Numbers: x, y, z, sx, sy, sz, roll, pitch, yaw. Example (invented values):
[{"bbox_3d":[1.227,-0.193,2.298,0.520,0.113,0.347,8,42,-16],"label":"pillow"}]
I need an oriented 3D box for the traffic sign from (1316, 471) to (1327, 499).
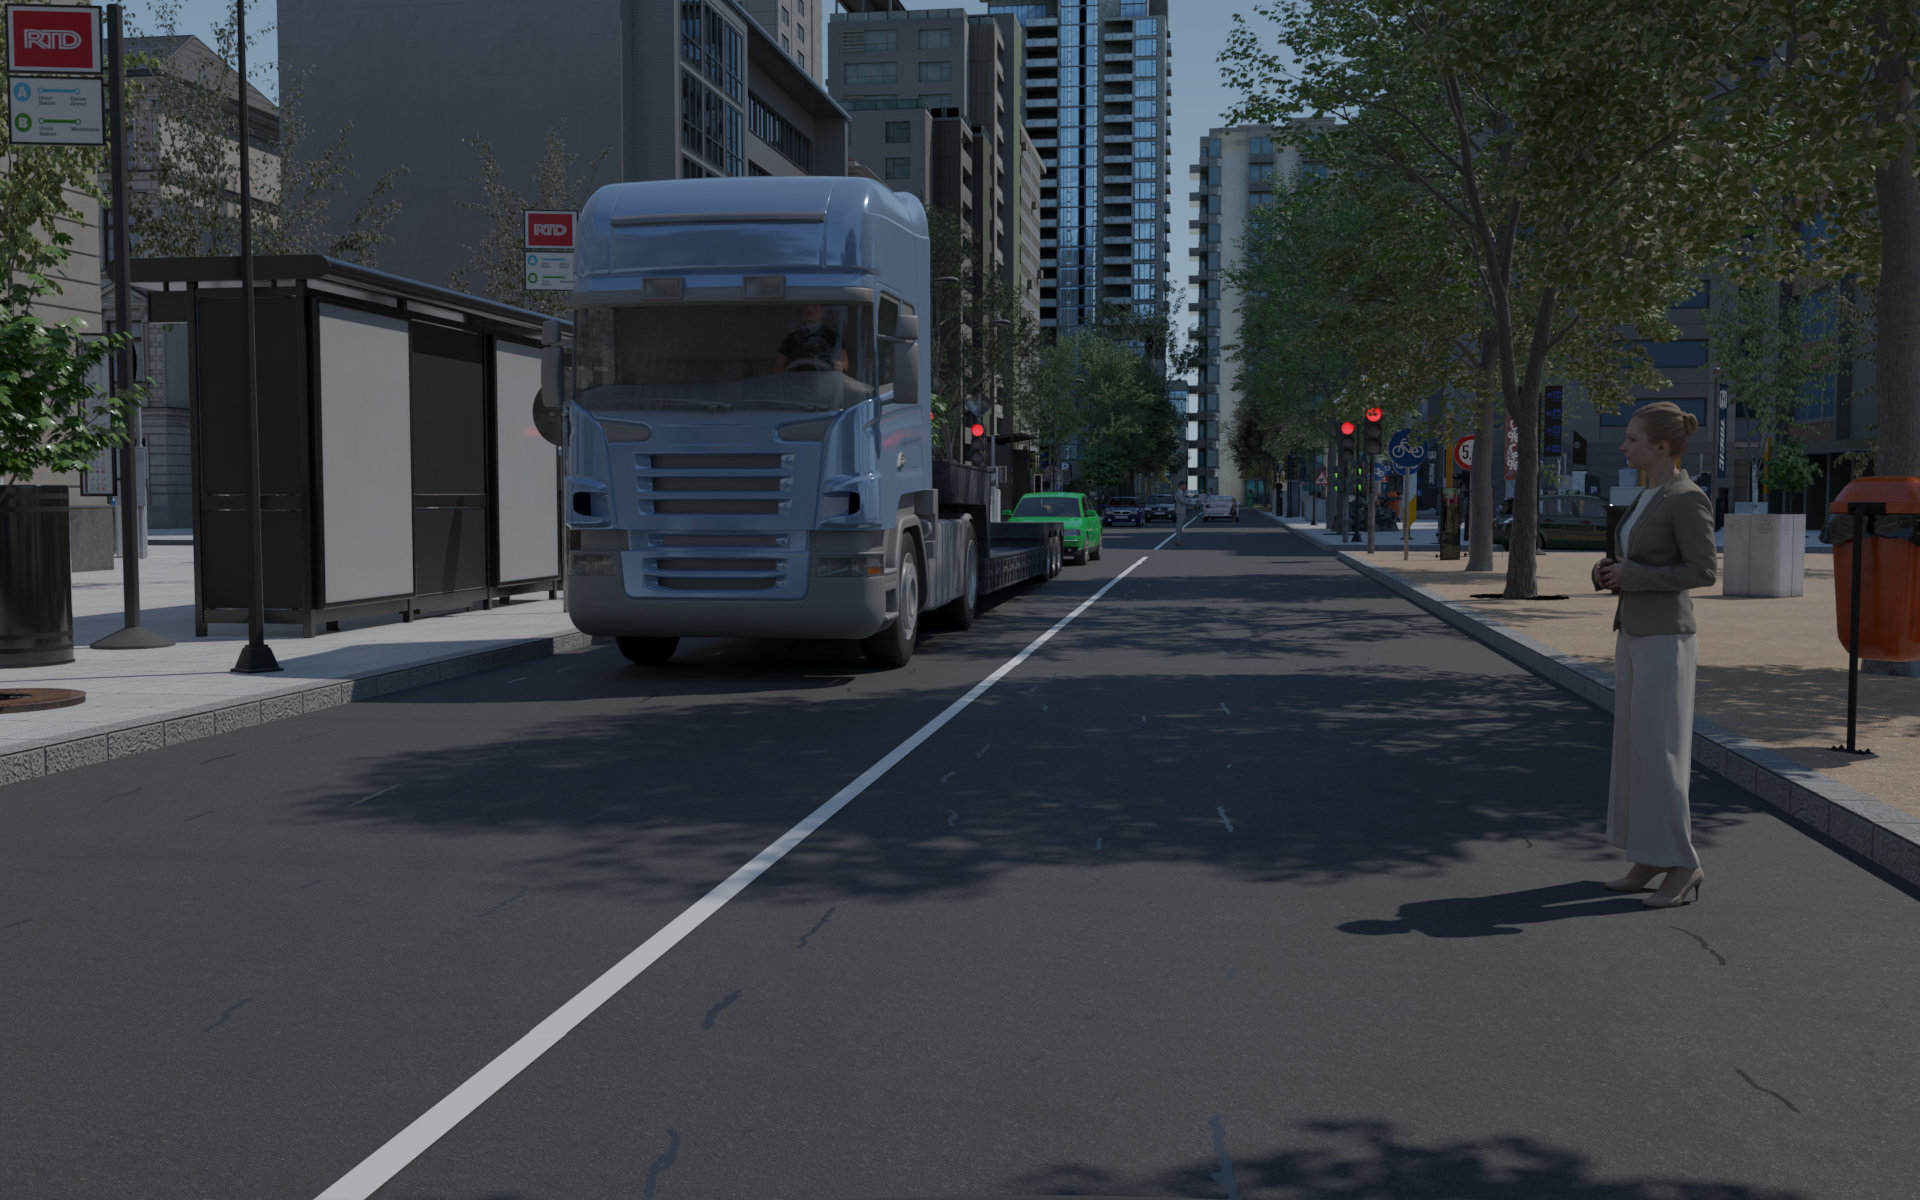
[{"bbox_3d":[19.810,-5.803,94.876,0.884,2.594,0.081,1,4,17],"label":"traffic sign"}]

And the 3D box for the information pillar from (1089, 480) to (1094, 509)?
[{"bbox_3d":[6.751,-5.196,89.443,0.304,2.012,0.304,1,4,22],"label":"information pillar"}]

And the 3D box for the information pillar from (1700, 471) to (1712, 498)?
[{"bbox_3d":[24.293,-3.178,56.454,0.304,2.012,0.304,3,5,42],"label":"information pillar"}]

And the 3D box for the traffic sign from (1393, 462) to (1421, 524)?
[{"bbox_3d":[12.368,-2.929,47.989,0.768,2.556,0.104,1,4,16],"label":"traffic sign"}]

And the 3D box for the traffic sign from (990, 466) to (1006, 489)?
[{"bbox_3d":[1.390,-3.758,63.565,0.606,2.300,0.079,1,4,17],"label":"traffic sign"}]

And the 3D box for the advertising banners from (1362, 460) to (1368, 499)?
[{"bbox_3d":[20.646,-5.632,88.275,0.090,3.025,2.074,1,4,20],"label":"advertising banners"}]

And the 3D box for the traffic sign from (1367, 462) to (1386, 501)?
[{"bbox_3d":[16.770,-4.267,69.870,0.768,2.556,0.104,1,4,10],"label":"traffic sign"}]

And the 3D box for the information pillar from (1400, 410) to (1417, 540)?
[{"bbox_3d":[12.621,-3.501,48.601,0.504,3.616,0.183,-3,4,-36],"label":"information pillar"}]

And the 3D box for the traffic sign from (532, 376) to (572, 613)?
[{"bbox_3d":[-4.254,-1.136,18.673,0.768,2.556,0.104,1,4,11],"label":"traffic sign"}]

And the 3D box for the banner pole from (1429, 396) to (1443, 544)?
[{"bbox_3d":[12.346,-3.333,44.511,0.401,3.779,0.863,1,4,16],"label":"banner pole"}]

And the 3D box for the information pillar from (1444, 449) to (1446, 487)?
[{"bbox_3d":[25.245,-6.020,89.788,0.504,3.616,0.183,-3,5,-44],"label":"information pillar"}]

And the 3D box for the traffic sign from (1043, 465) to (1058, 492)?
[{"bbox_3d":[4.048,-4.682,76.658,0.768,2.556,0.104,1,4,15],"label":"traffic sign"}]

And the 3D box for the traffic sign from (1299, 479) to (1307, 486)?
[{"bbox_3d":[21.669,-6.754,110.427,0.884,2.594,0.081,1,4,15],"label":"traffic sign"}]

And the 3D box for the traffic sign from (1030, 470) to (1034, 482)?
[{"bbox_3d":[3.471,-5.427,88.838,0.768,2.556,0.104,1,4,17],"label":"traffic sign"}]

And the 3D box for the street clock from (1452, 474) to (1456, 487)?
[{"bbox_3d":[17.346,-3.417,60.444,0.471,2.002,0.358,1,4,21],"label":"street clock"}]

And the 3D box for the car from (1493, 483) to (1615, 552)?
[{"bbox_3d":[14.278,-1.823,39.593,4.222,1.686,2.009,1,4,9],"label":"car"}]

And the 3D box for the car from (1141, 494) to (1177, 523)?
[{"bbox_3d":[10.216,-4.787,88.052,2.009,1.686,4.222,1,4,9],"label":"car"}]

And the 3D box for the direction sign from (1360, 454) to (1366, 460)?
[{"bbox_3d":[22.753,-6.500,98.274,0.379,3.537,0.876,-1,4,-22],"label":"direction sign"}]

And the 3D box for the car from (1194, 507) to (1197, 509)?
[{"bbox_3d":[22.726,-9.818,172.884,2.083,1.381,4.827,0,4,7],"label":"car"}]

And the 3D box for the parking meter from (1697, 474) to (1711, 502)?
[{"bbox_3d":[21.071,-2.656,49.143,0.399,1.863,0.255,1,4,20],"label":"parking meter"}]

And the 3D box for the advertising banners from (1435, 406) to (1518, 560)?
[{"bbox_3d":[10.217,-2.306,33.897,2.074,3.025,0.090,-1,4,-21],"label":"advertising banners"}]

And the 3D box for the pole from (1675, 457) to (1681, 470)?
[{"bbox_3d":[21.754,-3.589,52.530,0.158,3.312,0.155,0,3,0],"label":"pole"}]

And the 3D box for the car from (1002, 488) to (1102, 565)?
[{"bbox_3d":[1.940,-1.681,36.276,1.959,1.807,4.718,1,4,10],"label":"car"}]

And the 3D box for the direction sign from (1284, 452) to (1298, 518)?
[{"bbox_3d":[17.758,-6.217,93.649,0.379,3.537,0.876,-1,4,-17],"label":"direction sign"}]

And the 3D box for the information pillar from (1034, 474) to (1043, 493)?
[{"bbox_3d":[2.885,-3.637,63.955,0.304,2.012,0.304,0,4,6],"label":"information pillar"}]

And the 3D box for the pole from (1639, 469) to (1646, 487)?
[{"bbox_3d":[21.567,-3.723,54.712,0.158,3.312,0.155,0,3,0],"label":"pole"}]

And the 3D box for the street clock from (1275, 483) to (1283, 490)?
[{"bbox_3d":[20.572,-6.555,111.749,0.471,2.002,0.358,-2,4,-23],"label":"street clock"}]

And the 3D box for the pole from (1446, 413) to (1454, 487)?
[{"bbox_3d":[12.391,-3.060,43.875,0.158,3.312,0.155,0,3,0],"label":"pole"}]

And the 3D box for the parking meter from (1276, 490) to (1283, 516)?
[{"bbox_3d":[18.358,-5.574,99.543,0.372,1.533,0.369,0,3,0],"label":"parking meter"}]

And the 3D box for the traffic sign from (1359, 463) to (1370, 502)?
[{"bbox_3d":[16.815,-4.361,71.405,0.768,2.556,0.104,1,4,17],"label":"traffic sign"}]

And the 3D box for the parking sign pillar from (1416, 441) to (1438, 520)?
[{"bbox_3d":[23.631,-6.068,87.690,1.447,3.967,1.447,-3,5,-42],"label":"parking sign pillar"}]

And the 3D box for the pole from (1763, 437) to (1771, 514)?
[{"bbox_3d":[29.039,-4.190,62.345,0.158,3.312,0.155,0,3,0],"label":"pole"}]

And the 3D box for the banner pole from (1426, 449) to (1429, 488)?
[{"bbox_3d":[23.189,-5.782,84.551,0.863,3.779,0.401,1,4,13],"label":"banner pole"}]

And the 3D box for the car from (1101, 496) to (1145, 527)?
[{"bbox_3d":[7.299,-3.952,77.191,1.945,1.354,3.894,1,4,8],"label":"car"}]

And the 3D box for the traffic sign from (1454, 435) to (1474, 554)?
[{"bbox_3d":[10.982,-2.268,37.180,0.768,2.556,0.104,1,4,18],"label":"traffic sign"}]

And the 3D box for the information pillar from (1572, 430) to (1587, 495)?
[{"bbox_3d":[22.468,-4.375,62.883,0.504,3.616,0.183,1,4,23],"label":"information pillar"}]

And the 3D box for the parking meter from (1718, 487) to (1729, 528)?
[{"bbox_3d":[29.323,-3.557,66.567,0.372,1.533,0.369,0,3,0],"label":"parking meter"}]

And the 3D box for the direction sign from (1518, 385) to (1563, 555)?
[{"bbox_3d":[12.140,-2.711,36.329,0.876,3.537,0.379,1,4,19],"label":"direction sign"}]

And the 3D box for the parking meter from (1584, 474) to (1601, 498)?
[{"bbox_3d":[18.271,-2.712,50.059,0.399,1.863,0.255,0,4,-1],"label":"parking meter"}]

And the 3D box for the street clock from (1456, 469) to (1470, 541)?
[{"bbox_3d":[13.855,-2.604,47.148,0.471,2.002,0.358,-3,5,-43],"label":"street clock"}]

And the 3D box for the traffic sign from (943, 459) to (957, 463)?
[{"bbox_3d":[-0.403,-3.793,62.122,0.768,2.556,0.104,1,4,14],"label":"traffic sign"}]

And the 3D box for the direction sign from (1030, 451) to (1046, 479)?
[{"bbox_3d":[4.028,-6.008,90.225,0.876,3.537,0.379,-1,4,-10],"label":"direction sign"}]

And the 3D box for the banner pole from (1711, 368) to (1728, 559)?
[{"bbox_3d":[15.136,-2.724,34.550,0.401,3.779,0.863,3,5,43],"label":"banner pole"}]

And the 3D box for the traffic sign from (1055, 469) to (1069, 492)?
[{"bbox_3d":[4.239,-4.268,71.918,0.606,2.300,0.079,1,4,9],"label":"traffic sign"}]

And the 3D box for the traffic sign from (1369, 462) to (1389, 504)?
[{"bbox_3d":[17.064,-4.332,70.839,0.884,2.594,0.081,1,4,13],"label":"traffic sign"}]

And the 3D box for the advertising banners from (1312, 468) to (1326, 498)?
[{"bbox_3d":[23.586,-7.194,113.807,0.090,3.025,2.074,-1,4,-13],"label":"advertising banners"}]

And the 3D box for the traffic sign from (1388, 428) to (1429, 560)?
[{"bbox_3d":[8.655,-2.044,33.526,0.768,2.556,0.104,1,4,10],"label":"traffic sign"}]

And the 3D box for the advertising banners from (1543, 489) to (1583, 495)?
[{"bbox_3d":[18.320,-3.514,53.646,2.074,3.025,0.090,-1,4,-9],"label":"advertising banners"}]

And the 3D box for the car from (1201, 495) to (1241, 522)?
[{"bbox_3d":[13.710,-4.810,91.005,2.083,1.381,4.827,1,4,8],"label":"car"}]

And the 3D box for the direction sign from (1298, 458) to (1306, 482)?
[{"bbox_3d":[21.249,-7.132,108.606,0.876,3.537,0.379,2,4,27],"label":"direction sign"}]
